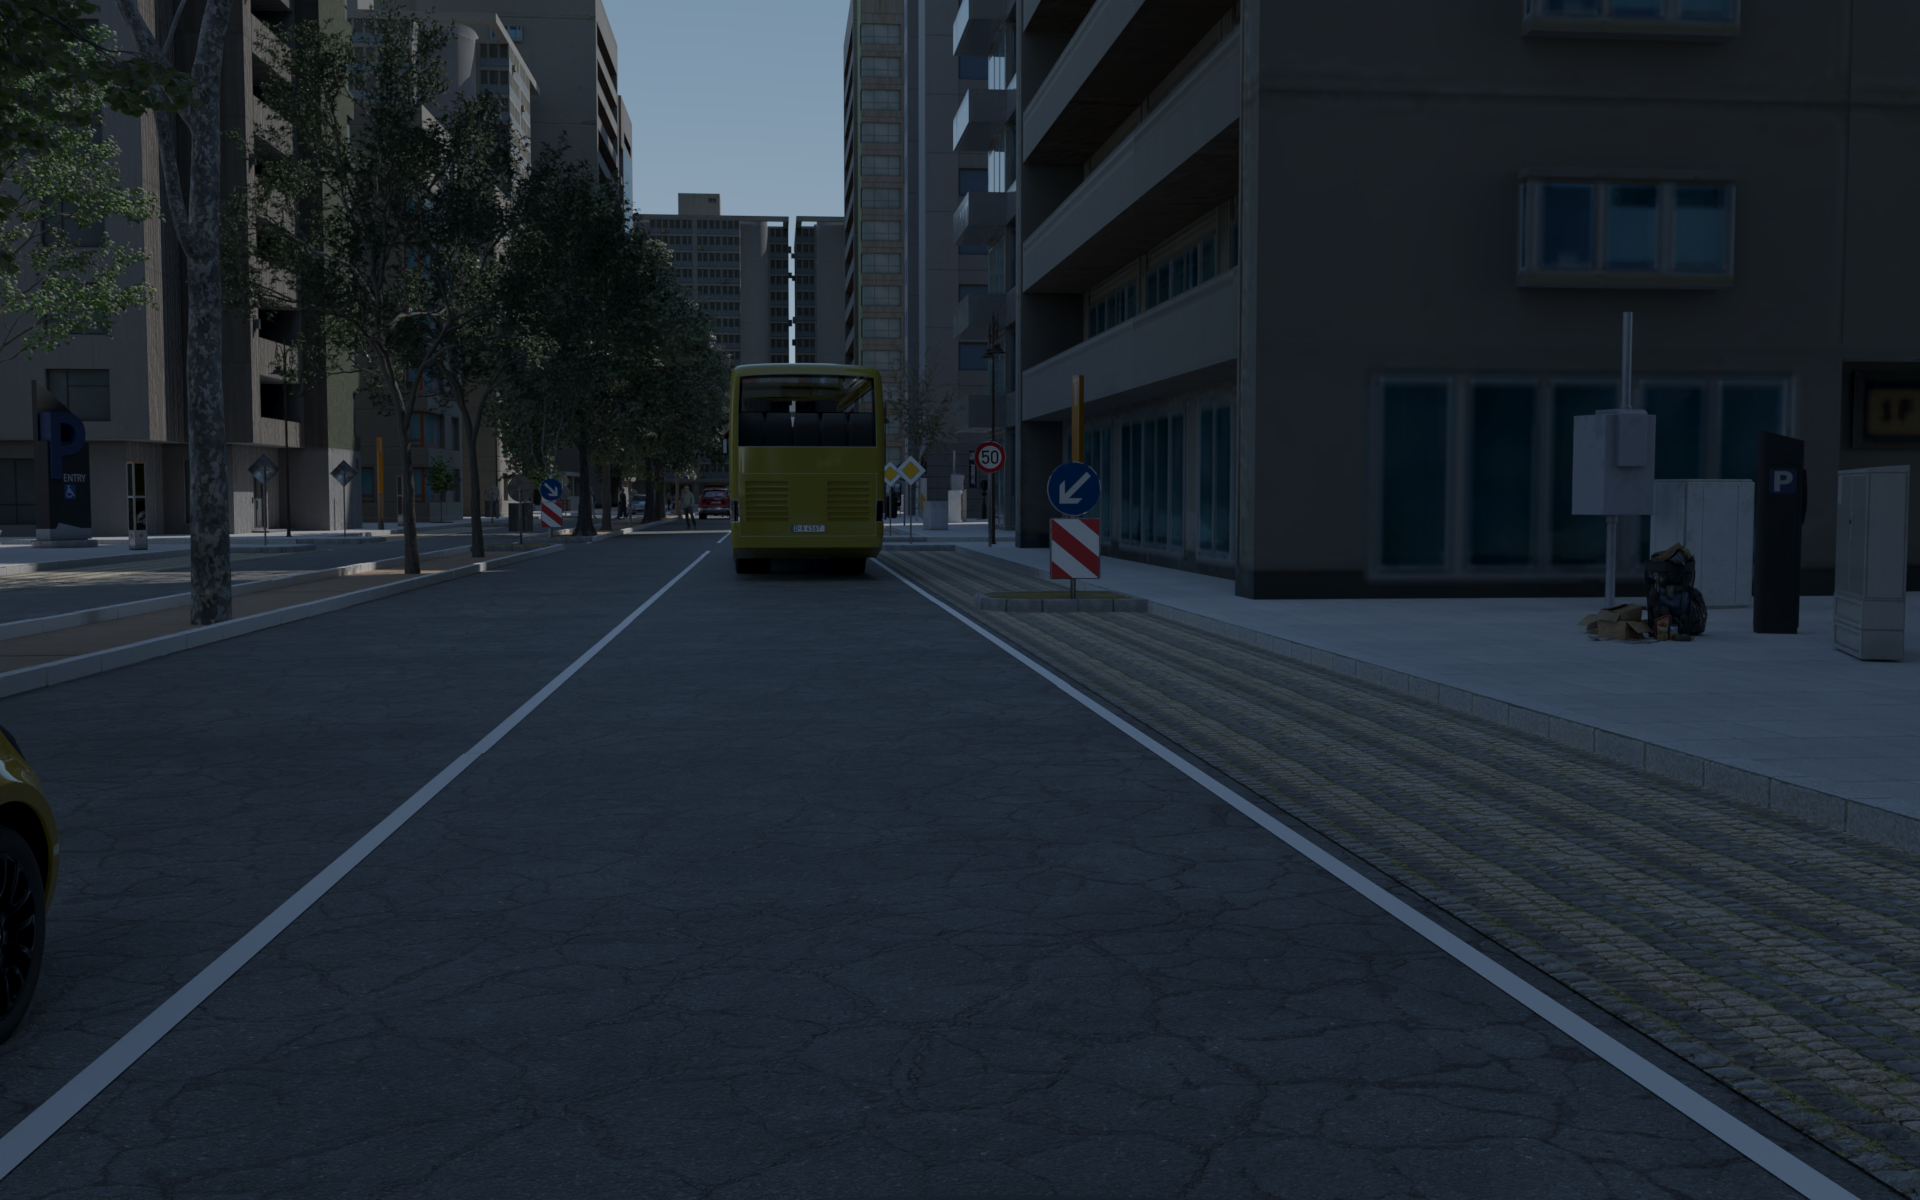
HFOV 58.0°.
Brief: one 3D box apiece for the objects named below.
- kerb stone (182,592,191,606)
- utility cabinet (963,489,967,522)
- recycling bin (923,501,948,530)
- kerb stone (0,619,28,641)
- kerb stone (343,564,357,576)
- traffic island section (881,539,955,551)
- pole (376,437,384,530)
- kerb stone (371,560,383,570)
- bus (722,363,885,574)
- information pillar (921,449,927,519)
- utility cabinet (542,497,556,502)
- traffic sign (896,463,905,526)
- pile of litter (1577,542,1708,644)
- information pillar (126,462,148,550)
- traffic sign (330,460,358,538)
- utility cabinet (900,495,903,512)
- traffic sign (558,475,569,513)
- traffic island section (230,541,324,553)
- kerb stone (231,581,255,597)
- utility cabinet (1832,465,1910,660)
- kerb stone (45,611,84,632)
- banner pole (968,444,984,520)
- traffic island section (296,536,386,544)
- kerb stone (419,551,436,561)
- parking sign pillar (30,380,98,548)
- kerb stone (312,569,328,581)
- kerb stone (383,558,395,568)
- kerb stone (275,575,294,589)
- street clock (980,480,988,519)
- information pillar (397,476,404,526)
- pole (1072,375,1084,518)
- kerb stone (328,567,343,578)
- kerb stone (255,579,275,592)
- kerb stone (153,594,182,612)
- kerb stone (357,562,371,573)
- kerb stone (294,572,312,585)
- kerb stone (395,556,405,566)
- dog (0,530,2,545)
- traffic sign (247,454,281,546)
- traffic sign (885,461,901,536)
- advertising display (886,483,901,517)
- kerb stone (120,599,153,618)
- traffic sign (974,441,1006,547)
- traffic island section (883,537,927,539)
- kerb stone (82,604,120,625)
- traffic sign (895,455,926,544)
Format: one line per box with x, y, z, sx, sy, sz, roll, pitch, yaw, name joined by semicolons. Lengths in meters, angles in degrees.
-9.975;-0.011;22.370;0.120;0.150;1.000;0;4;-6;kerb stone
-0.086;-4.364;80.036;0.318;1.500;1.173;-2;4;-25;utility cabinet
-0.873;-3.007;61.719;0.722;1.027;0.722;-1;4;-22;recycling bin
-9.428;0.301;17.279;0.120;0.150;1.000;0;4;-6;kerb stone
-10.849;-0.505;30.514;0.120;0.150;1.000;0;4;-6;kerb stone
-1.246;-1.369;44.656;2.009;0.180;2.903;0;4;-6;traffic island section
-20.797;-4.177;62.131;0.158;3.312;0.155;0;3;0;pole
-11.061;-0.628;32.555;0.120;0.150;1.000;0;4;-6;kerb stone
-3.266;-2.605;34.144;2.896;3.916;12.252;0;4;-7;bus
-1.863;-5.996;89.387;0.183;3.616;0.504;2;4;30;information pillar
-27.825;-6.486;117.200;1.020;1.237;0.306;2;4;27;utility cabinet
-2.239;-4.256;69.690;0.768;2.556;0.104;0;4;1;traffic sign
6.120;-0.100;15.593;1.719;0.858;1.176;-3;5;-41;pile of litter
-18.794;-2.145;39.559;0.304;2.012;0.304;3;4;37;information pillar
-18.073;-2.887;50.840;0.795;2.450;0.064;0;4;-6;traffic sign
-3.792;-6.867;123.437;1.020;1.237;0.306;3;4;38;utility cabinet
-26.891;-7.171;117.351;0.768;2.556;0.104;0;4;2;traffic sign
-17.247;-1.265;42.959;2.009;0.180;2.903;0;4;-6;traffic island section
-10.191;-0.135;24.409;0.120;0.150;1.000;0;4;-6;kerb stone
7.188;-0.308;13.712;0.318;1.500;1.173;1;4;17;utility cabinet
-9.541;0.245;18.295;0.120;0.150;1.000;0;4;-6;kerb stone
0.789;-5.943;87.180;0.863;3.779;0.401;2;4;32;banner pole
-18.095;-1.750;50.899;2.009;0.180;2.903;0;4;-6;traffic island section
-11.610;-0.938;37.641;0.120;0.150;1.000;0;4;-6;kerb stone
-21.516;-3.244;41.504;1.447;3.967;1.447;1;4;16;parking sign pillar
-10.629;-0.383;28.479;0.120;0.150;1.000;0;4;-6;kerb stone
-11.170;-0.696;33.574;0.120;0.150;1.000;0;4;-6;kerb stone
-10.411;-0.250;26.447;0.120;0.150;1.000;0;4;-6;kerb stone
1.237;-5.129;88.433;0.471;2.002;0.358;-2;4;-24;street clock
-22.285;-3.960;69.232;0.304;2.012;0.304;2;4;26;information pillar
2.022;-2.197;29.760;0.158;3.312;0.155;0;3;0;pole
-10.736;-0.447;29.497;0.120;0.150;1.000;0;4;-6;kerb stone
-10.305;-0.198;25.430;0.120;0.150;1.000;0;4;-6;kerb stone
-9.864;0.051;21.354;0.120;0.150;1.000;0;4;-6;kerb stone
-10.954;-0.571;31.534;0.120;0.150;1.000;0;4;-6;kerb stone
-10.516;-0.322;27.463;0.120;0.150;1.000;0;4;-6;kerb stone
-11.281;-0.757;34.590;0.120;0.150;1.000;0;4;-6;kerb stone
-24.690;-1.524;44.211;0.406;0.507;0.540;-2;4;-29;dog
-17.225;-2.401;42.900;0.795;2.450;0.064;0;4;-6;traffic sign
-2.117;-2.989;52.517;0.795;2.450;0.064;0;4;-6;traffic sign
-3.765;-5.654;97.653;0.974;1.923;0.123;1;4;23;advertising display
-9.754;0.114;20.338;0.120;0.150;1.000;0;4;-6;kerb stone
0.727;-2.554;41.863;0.768;2.556;0.104;0;4;3;traffic sign
-2.094;-1.854;52.597;2.009;0.180;2.903;0;4;-6;traffic island section
-9.651;0.178;19.313;0.120;0.150;1.000;0;4;-6;kerb stone
-1.269;-2.504;44.577;0.795;2.450;0.064;0;4;-6;traffic sign
